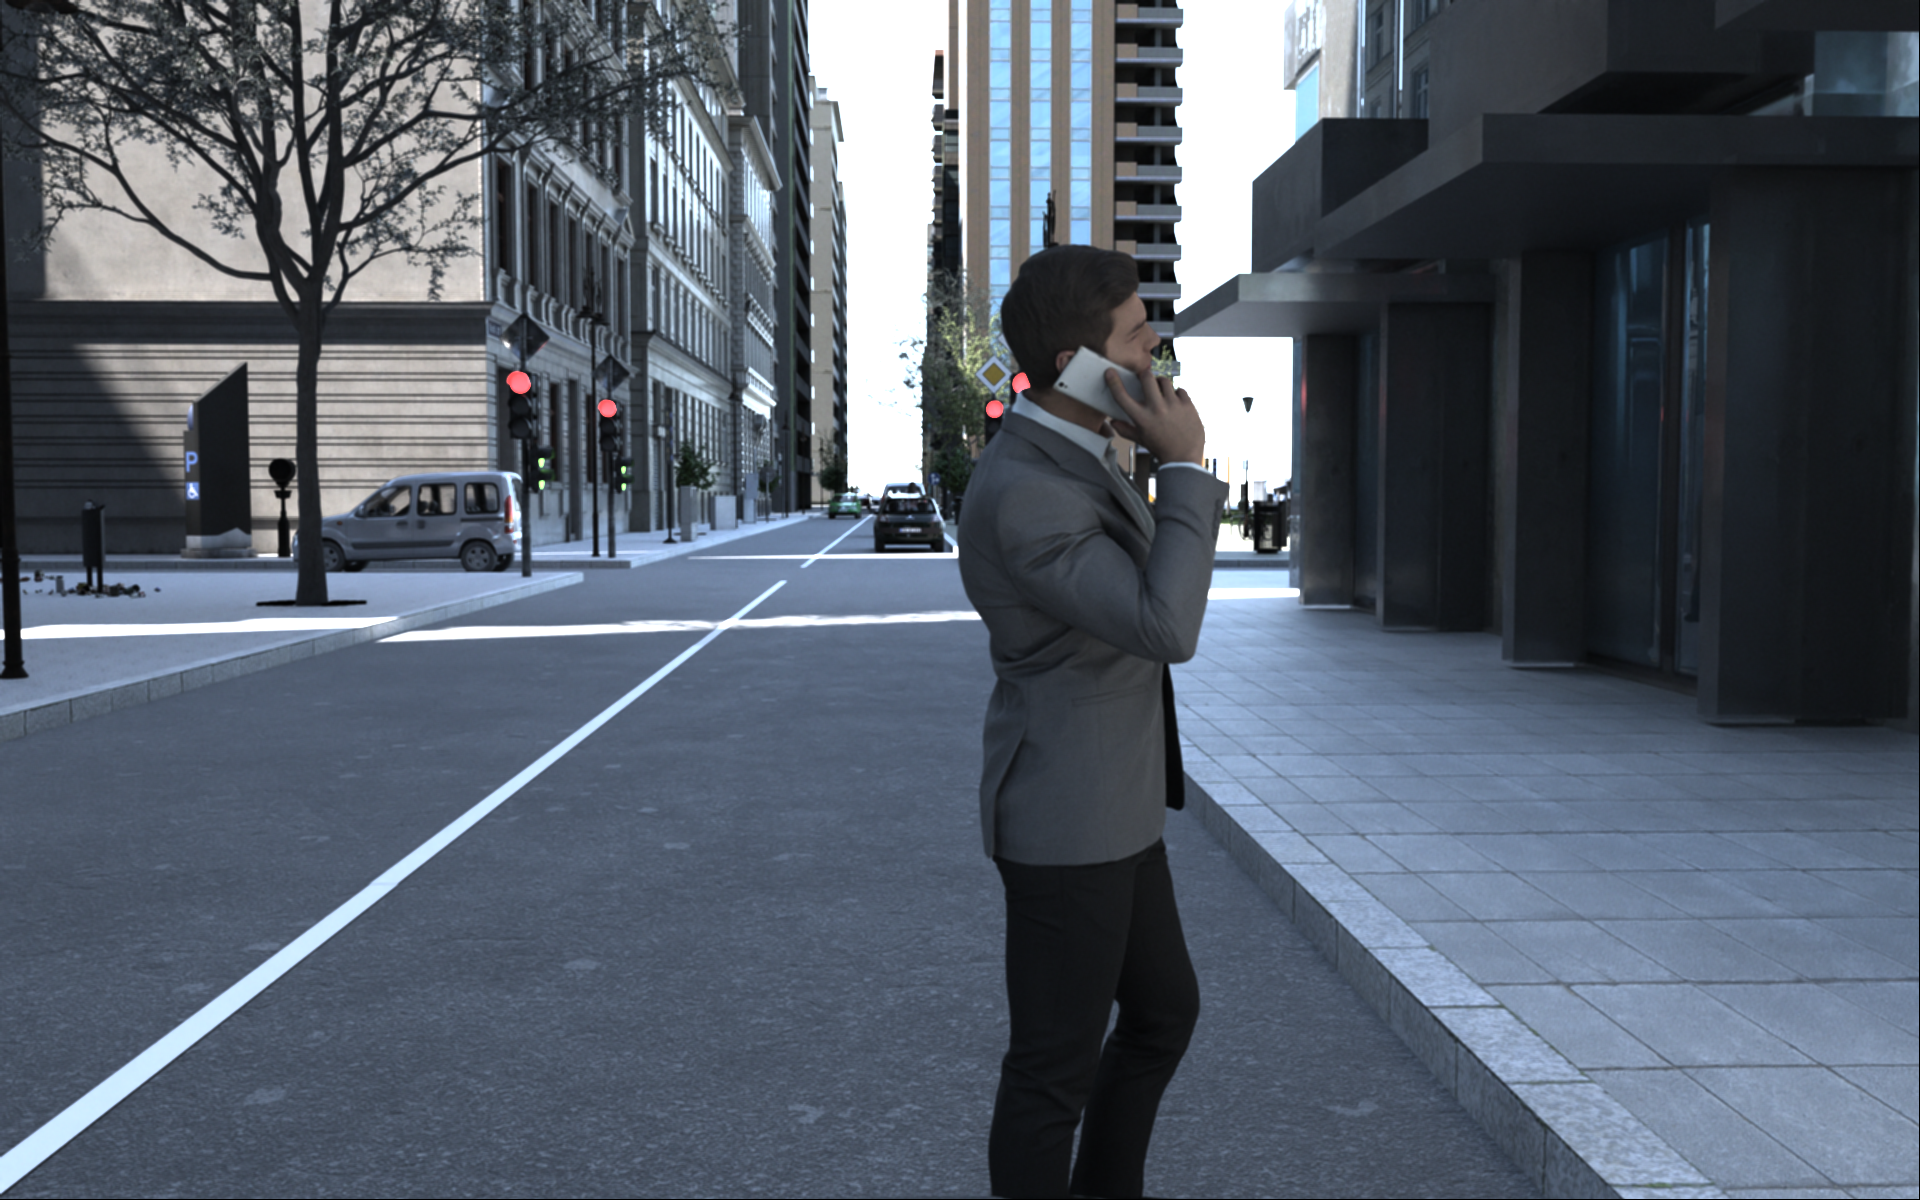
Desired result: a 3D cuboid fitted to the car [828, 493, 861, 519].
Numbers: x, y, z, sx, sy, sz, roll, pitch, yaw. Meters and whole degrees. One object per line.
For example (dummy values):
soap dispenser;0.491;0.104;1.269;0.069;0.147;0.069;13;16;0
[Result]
car;-6.713;-5.647;101.117;1.959;1.807;4.718;0;4;-1

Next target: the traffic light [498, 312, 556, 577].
traffic light;-6.711;-2.316;26.784;0.839;4.253;0.868;0;4;-2

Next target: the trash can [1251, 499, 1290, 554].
trash can;6.658;-1.579;37.472;0.748;1.137;0.748;0;3;0

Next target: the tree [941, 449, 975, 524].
tree;-0.153;-4.847;73.852;1.663;3.219;1.824;0;3;0

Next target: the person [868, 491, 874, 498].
person;-12.215;-13.678;232.152;1.348;1.821;0.705;1;4;9

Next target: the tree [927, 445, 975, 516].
tree;-0.402;-7.310;103.224;4.285;4.588;4.351;0;3;0

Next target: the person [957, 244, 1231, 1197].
person;0.223;0.360;2.793;0.473;1.802;0.592;1;4;20

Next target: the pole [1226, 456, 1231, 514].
pole;14.230;-5.990;91.776;0.158;3.312;0.155;0;3;0

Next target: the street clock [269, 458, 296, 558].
street clock;-13.685;-1.863;35.026;0.471;2.002;0.358;0;4;1

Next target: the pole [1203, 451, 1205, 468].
pole;9.371;-4.469;66.917;0.158;3.312;0.155;0;3;0

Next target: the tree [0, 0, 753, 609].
tree;-7.555;-6.690;19.748;12.009;13.543;11.850;0;3;0

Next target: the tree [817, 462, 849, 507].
tree;-13.138;-11.935;178.844;4.285;4.588;4.351;0;3;0

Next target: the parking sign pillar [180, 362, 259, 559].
parking sign pillar;-14.923;-2.833;34.797;1.447;3.967;1.447;1;4;23

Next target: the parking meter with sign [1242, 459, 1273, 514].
parking meter with sign;14.971;-5.516;86.448;1.738;3.016;0.543;3;4;39

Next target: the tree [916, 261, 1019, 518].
tree;-0.515;-11.107;91.966;12.009;13.543;11.850;0;3;0

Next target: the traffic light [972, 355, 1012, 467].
traffic light;0.665;-2.821;35.047;0.839;4.253;0.868;0;4;-2

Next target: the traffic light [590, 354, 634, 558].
traffic light;-6.991;-2.804;34.764;0.839;4.253;0.868;0;4;-2

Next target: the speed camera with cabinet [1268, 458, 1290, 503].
speed camera with cabinet;17.323;-6.163;95.097;2.038;3.252;0.660;-1;4;-14

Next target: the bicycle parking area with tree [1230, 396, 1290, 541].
bicycle parking area with tree;10.856;-3.841;49.811;8.231;4.147;9.016;3;5;40

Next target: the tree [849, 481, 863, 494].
tree;-15.463;-16.161;258.840;1.663;3.219;1.824;0;3;0

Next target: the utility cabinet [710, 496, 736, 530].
utility cabinet;-8.465;-3.100;61.850;0.306;1.237;1.020;3;5;40

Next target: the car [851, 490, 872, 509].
car;-9.528;-9.549;164.796;2.281;1.827;5.304;0;4;-2

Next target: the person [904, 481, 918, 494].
person;-1.436;-2.706;52.756;0.555;1.821;0.388;0;4;-5

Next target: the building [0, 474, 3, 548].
building;-30.632;-12.870;40.098;15.834;23.373;12.332;0;4;-2

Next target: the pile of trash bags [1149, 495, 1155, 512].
pile of trash bags;6.560;-3.283;63.430;1.912;1.369;3.447;1;4;8

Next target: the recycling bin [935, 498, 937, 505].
recycling bin;-1.834;-5.914;109.255;0.722;1.027;0.722;0;4;-2

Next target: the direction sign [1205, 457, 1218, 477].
direction sign;15.492;-7.035;107.016;0.876;3.537;0.379;-1;4;-18

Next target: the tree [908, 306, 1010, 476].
tree;0.332;-7.126;66.870;4.737;8.622;4.395;0;3;0

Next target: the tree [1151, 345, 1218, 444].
tree;10.637;-8.342;86.757;4.737;8.622;4.395;0;3;0

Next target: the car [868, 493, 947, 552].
car;-1.316;-2.088;43.924;2.009;1.686;4.222;0;4;-3

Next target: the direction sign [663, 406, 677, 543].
direction sign;-7.585;-3.255;45.210;0.379;3.537;0.876;0;4;0

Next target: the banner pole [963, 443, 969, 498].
banner pole;0.287;-5.806;84.952;0.401;3.779;0.863;-1;4;-22

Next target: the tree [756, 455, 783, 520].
tree;-9.555;-5.535;85.104;1.663;3.219;1.824;0;3;0

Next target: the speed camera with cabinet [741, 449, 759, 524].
speed camera with cabinet;-9.225;-4.987;75.873;0.660;3.252;2.038;-1;4;-12

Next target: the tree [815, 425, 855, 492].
tree;-13.522;-14.297;184.126;4.360;8.622;3.978;0;3;0

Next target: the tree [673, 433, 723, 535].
tree;-8.553;-3.663;54.498;1.663;3.219;1.824;0;3;0

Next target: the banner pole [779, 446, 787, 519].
banner pole;-9.299;-6.121;90.102;0.401;3.779;0.863;1;4;14

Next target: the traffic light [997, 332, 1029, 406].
traffic light;0.945;-2.333;27.067;0.839;4.253;0.868;0;4;-2

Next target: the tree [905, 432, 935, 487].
tree;-4.188;-15.170;198.387;4.360;8.622;3.978;0;3;0

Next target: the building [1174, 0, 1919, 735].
building;14.562;-23.892;10.251;23.786;49.044;30.456;0;4;-2

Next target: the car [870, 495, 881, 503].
car;-11.999;-14.232;245.052;2.083;1.381;4.827;0;4;-1

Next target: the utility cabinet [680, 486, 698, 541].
utility cabinet;-7.376;-2.356;47.200;0.318;1.500;1.173;0;4;-1
